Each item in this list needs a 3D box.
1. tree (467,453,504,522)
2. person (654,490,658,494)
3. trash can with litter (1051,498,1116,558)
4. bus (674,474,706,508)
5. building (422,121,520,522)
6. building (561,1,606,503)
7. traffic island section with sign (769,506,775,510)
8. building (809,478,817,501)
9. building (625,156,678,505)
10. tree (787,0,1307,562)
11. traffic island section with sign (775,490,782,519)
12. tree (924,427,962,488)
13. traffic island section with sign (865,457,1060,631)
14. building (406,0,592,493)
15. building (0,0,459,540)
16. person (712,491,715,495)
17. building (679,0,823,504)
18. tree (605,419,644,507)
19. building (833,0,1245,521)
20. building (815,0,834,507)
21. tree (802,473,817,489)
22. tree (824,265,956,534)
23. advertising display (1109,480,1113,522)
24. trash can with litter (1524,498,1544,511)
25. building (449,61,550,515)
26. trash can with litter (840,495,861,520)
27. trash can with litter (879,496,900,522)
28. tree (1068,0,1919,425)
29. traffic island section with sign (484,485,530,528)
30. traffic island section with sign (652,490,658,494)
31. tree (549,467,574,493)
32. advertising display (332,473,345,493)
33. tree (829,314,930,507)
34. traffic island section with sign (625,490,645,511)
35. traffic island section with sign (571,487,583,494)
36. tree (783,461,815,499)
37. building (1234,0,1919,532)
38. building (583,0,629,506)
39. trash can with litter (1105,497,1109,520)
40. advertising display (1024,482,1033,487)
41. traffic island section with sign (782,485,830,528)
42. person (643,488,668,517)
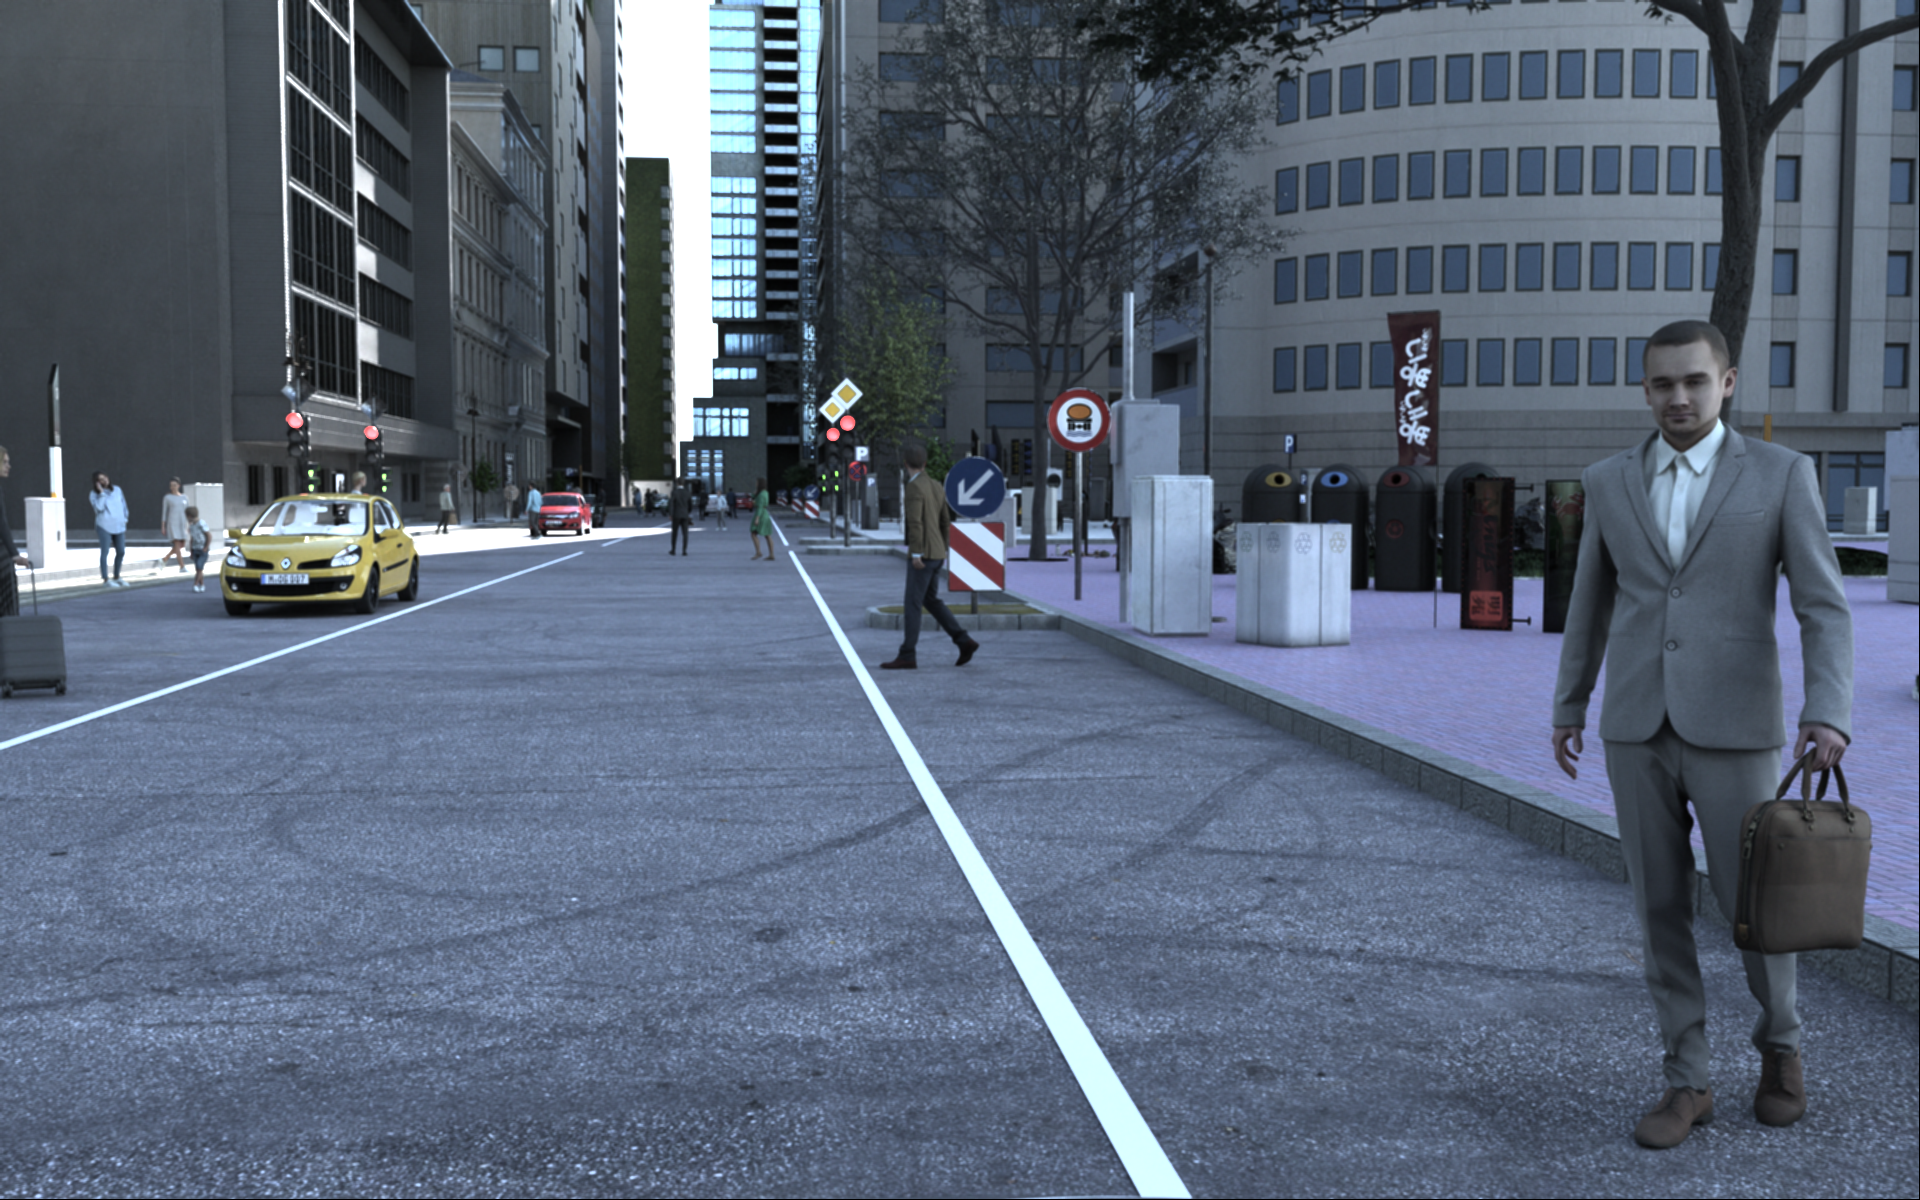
[{"bbox_3d":[-21.984,-5.244,80.346,1.663,3.219,1.824,0,3,0],"label":"tree"},{"bbox_3d":[-29.268,-9.677,166.659,1.348,1.831,0.705,1,4,21],"label":"person"},{"bbox_3d":[2.566,-1.500,35.588,1.678,1.210,2.233,-2,4,-25],"label":"trash can with litter"},{"bbox_3d":[-28.017,-11.361,180.615,2.948,3.499,13.247,0,4,-6],"label":"bus"},{"bbox_3d":[-29.703,-15.429,88.426,11.583,22.565,21.152,0,4,-7],"label":"building"},{"bbox_3d":[-39.647,-30.907,155.439,14.600,45.320,14.200,0,4,-7],"label":"building"},{"bbox_3d":[-15.509,-8.721,151.208,1.989,1.847,2.006,0,4,-7],"label":"traffic island section with sign"},{"bbox_3d":[-0.188,-30.408,189.053,32.217,40.220,23.993,0,4,-7],"label":"building"},{"bbox_3d":[-41.975,-32.325,212.106,14.086,41.232,14.154,0,4,-7],"label":"building"},{"bbox_3d":[1.644,-7.490,32.825,12.009,13.543,11.850,0,3,0],"label":"tree"},{"bbox_3d":[-9.642,-5.655,101.092,1.989,1.847,2.006,0,4,-7],"label":"traffic island section with sign"},{"bbox_3d":[-0.796,-3.387,49.986,1.663,3.219,1.824,0,3,0],"label":"tree"},{"bbox_3d":[-0.031,-0.641,19.105,1.989,1.847,2.006,0,4,-7],"label":"traffic island section with sign"},{"bbox_3d":[-43.612,-33.306,133.799,28.713,52.752,27.495,0,4,-7],"label":"building"},{"bbox_3d":[-27.858,-14.865,62.111,14.314,24.678,30.058,0,4,-7],"label":"building"},{"bbox_3d":[-27.369,-11.263,192.607,0.705,1.831,1.348,-1,4,-10],"label":"person"},{"bbox_3d":[-19.575,-55.375,218.053,31.000,86.520,22.319,0,4,-7],"label":"building"},{"bbox_3d":[-32.752,-13.402,169.489,4.737,8.622,4.395,0,3,0],"label":"tree"},{"bbox_3d":[2.832,-34.412,104.632,21.231,58.520,28.212,0,4,-7],"label":"building"},{"bbox_3d":[-2.688,-33.144,165.598,21.300,48.544,21.600,0,4,-7],"label":"building"},{"bbox_3d":[-13.851,-10.107,159.856,1.663,3.219,1.824,0,3,0],"label":"tree"},{"bbox_3d":[-1.972,-6.393,54.885,4.737,8.622,4.395,0,3,0],"label":"tree"},{"bbox_3d":[6.879,-4.504,78.848,0.123,1.923,0.974,0,4,2],"label":"advertising display"},{"bbox_3d":[16.964,-2.490,52.096,1.055,1.170,0.624,0,4,-7],"label":"trash can with litter"},{"bbox_3d":[-33.513,-19.732,108.530,13.634,28.700,20.117,0,4,-7],"label":"building"},{"bbox_3d":[-5.374,-4.696,87.837,2.233,1.210,1.678,-3,5,-44],"label":"trash can with litter"},{"bbox_3d":[-3.008,-4.176,79.339,2.233,1.210,1.678,-1,4,-12],"label":"trash can with litter"},{"bbox_3d":[3.876,-4.511,8.168,7.601,10.594,8.767,3,5,43],"label":"tree"},{"bbox_3d":[-18.874,-3.930,72.884,1.989,1.847,2.006,0,4,-7],"label":"traffic island section with sign"},{"bbox_3d":[-31.006,-10.255,176.289,1.989,1.847,2.006,0,4,-7],"label":"traffic island section with sign"},{"bbox_3d":[-28.204,-7.790,121.965,1.663,3.219,1.824,0,3,0],"label":"tree"},{"bbox_3d":[-18.836,-2.894,52.535,0.123,1.923,0.974,0,4,-4],"label":"advertising display"},{"bbox_3d":[-3.362,-7.325,70.132,4.360,8.622,3.978,0,3,0],"label":"tree"},{"bbox_3d":[-27.871,-8.617,149.516,1.989,1.847,2.006,0,4,-7],"label":"traffic island section with sign"},{"bbox_3d":[-22.046,-5.580,99.860,1.989,1.847,2.006,0,4,-7],"label":"traffic island section with sign"},{"bbox_3d":[-16.081,-11.541,172.410,4.285,4.588,4.351,0,3,0],"label":"tree"},{"bbox_3d":[21.779,-31.929,64.036,28.212,58.520,21.231,0,4,-7],"label":"building"},{"bbox_3d":[-50.076,-39.268,184.031,28.212,58.520,21.231,0,4,-7],"label":"building"},{"bbox_3d":[7.455,-4.569,86.097,1.055,1.170,0.624,3,4,36],"label":"trash can with litter"},{"bbox_3d":[3.597,-5.231,90.745,0.123,1.923,0.974,-1,4,-21],"label":"advertising display"},{"bbox_3d":[-6.491,-4.018,74.321,1.989,1.847,2.006,0,4,-7],"label":"traffic island section with sign"},{"bbox_3d":[-19.412,-6.196,110.020,1.509,1.804,0.699,1,4,14],"label":"person"}]
